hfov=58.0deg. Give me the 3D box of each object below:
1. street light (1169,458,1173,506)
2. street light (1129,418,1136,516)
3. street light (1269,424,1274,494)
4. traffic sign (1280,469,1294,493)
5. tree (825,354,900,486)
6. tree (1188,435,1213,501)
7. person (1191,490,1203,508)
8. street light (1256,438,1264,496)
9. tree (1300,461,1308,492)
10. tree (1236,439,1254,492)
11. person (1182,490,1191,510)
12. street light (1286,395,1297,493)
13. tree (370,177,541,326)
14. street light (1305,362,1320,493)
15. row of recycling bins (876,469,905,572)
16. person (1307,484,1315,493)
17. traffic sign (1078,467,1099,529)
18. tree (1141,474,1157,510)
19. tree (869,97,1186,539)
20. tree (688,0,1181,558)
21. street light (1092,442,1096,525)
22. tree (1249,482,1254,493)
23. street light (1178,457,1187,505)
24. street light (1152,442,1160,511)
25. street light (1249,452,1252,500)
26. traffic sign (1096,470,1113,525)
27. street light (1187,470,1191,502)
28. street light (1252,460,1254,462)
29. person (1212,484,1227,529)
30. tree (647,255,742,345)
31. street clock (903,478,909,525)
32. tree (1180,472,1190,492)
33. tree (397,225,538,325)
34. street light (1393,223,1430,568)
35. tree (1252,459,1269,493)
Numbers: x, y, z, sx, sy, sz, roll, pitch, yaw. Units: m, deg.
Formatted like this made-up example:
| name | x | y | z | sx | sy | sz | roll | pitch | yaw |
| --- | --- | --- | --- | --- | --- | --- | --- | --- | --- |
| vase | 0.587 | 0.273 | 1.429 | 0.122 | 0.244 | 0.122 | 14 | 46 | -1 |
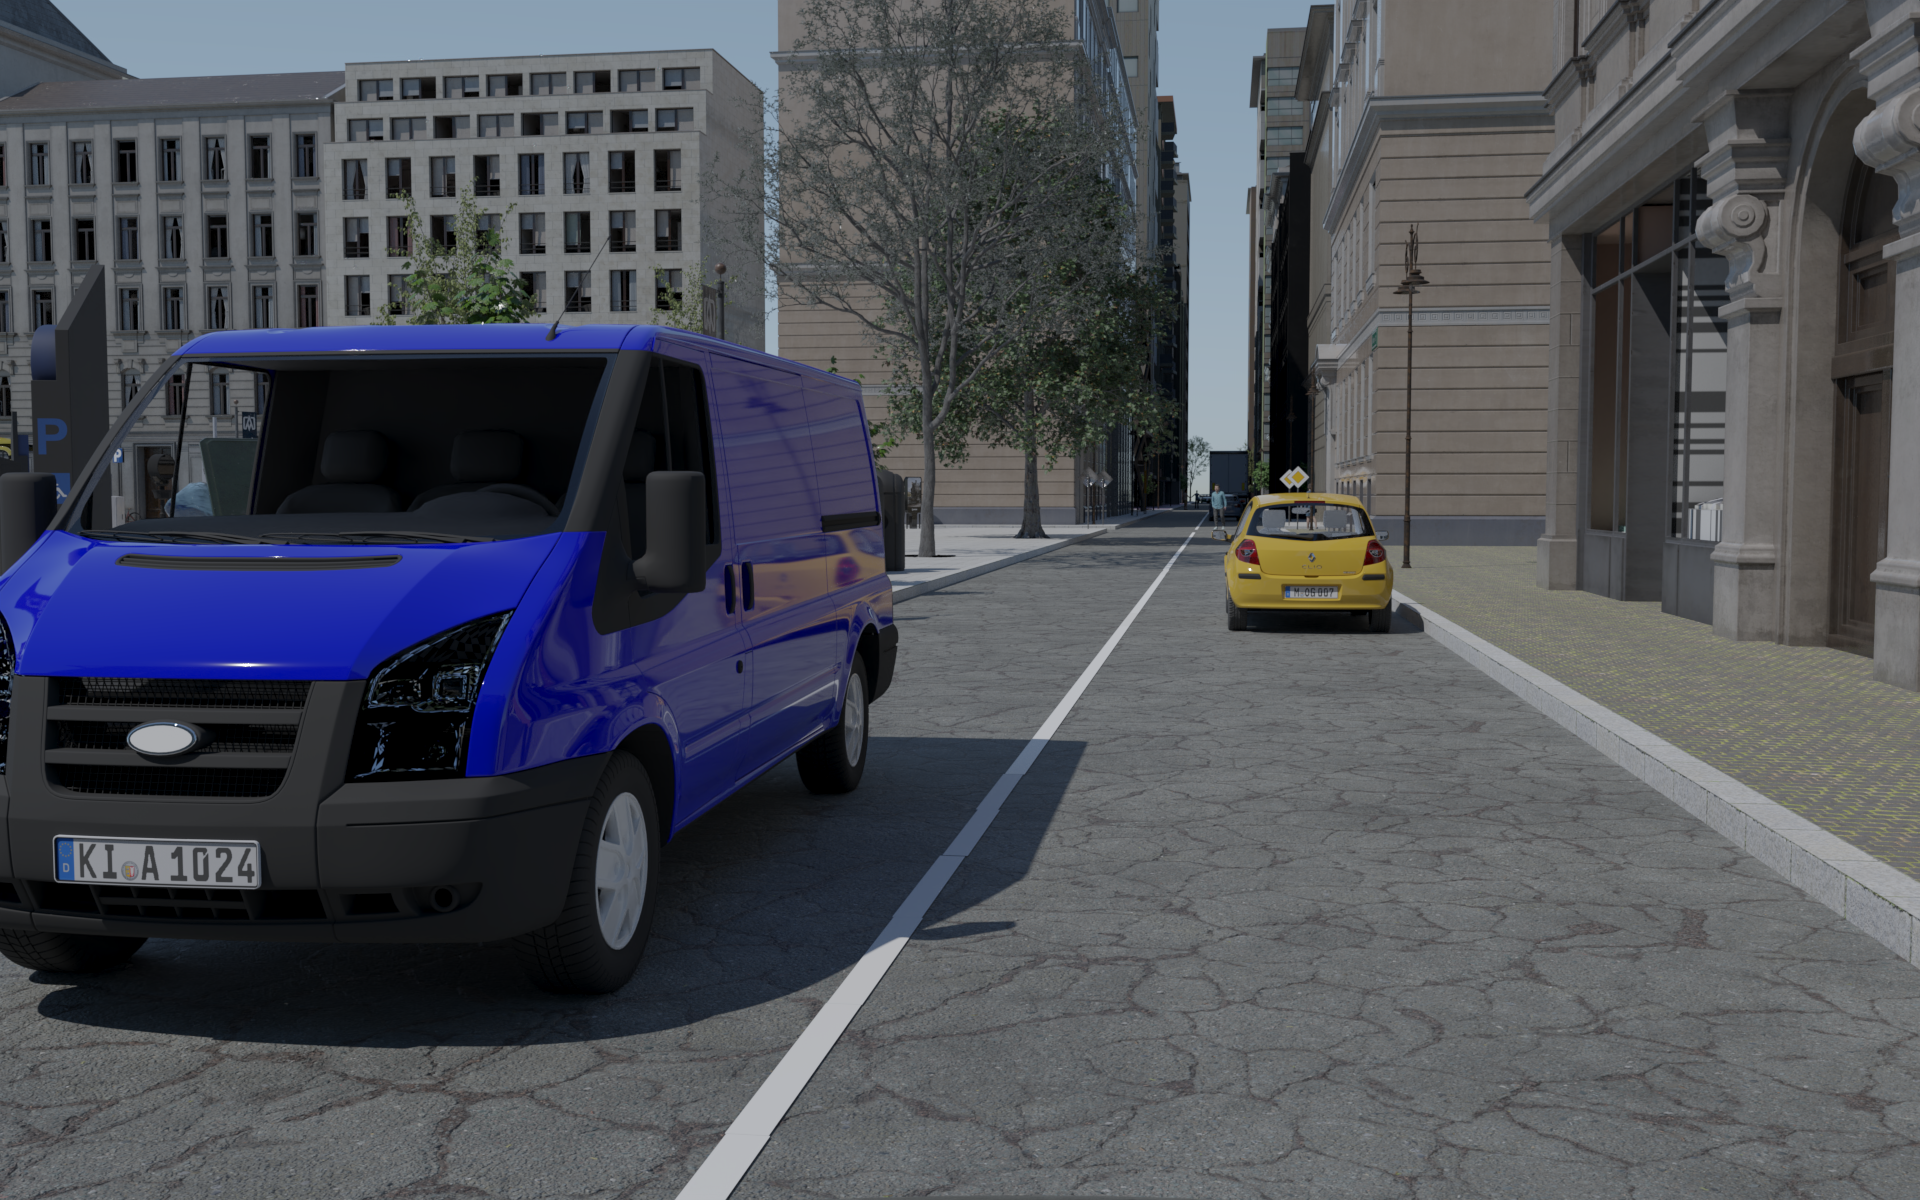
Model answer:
| name | x | y | z | sx | sy | sz | roll | pitch | yaw |
| --- | --- | --- | --- | --- | --- | --- | --- | --- | --- |
| street light | 21.817 | -12.629 | 179.264 | 0.468 | 5.910 | 1.993 | 1 | 4 | 9 |
| street light | 10.271 | -7.980 | 103.262 | 0.468 | 5.910 | 1.993 | 1 | 4 | 9 |
| street light | 20.254 | -8.531 | 112.275 | 0.468 | 5.910 | 1.993 | 1 | 4 | 9 |
| traffic sign | 13.359 | -4.074 | 70.258 | 0.795 | 2.450 | 0.064 | 1 | 4 | 9 |
| tree | -1.655 | -1.795 | 23.949 | 1.663 | 3.219 | 1.824 | 0 | 3 | 0 |
| tree | 40.511 | -23.082 | 303.138 | 9.928 | 11.665 | 9.643 | 0 | 3 | 0 |
| person | 23.586 | -10.029 | 172.465 | 1.348 | 1.826 | 0.705 | 1 | 4 | 13 |
| street light | 24.961 | -10.443 | 143.533 | 0.468 | 5.910 | 1.993 | 1 | 4 | 9 |
| tree | 17.709 | -5.656 | 87.074 | 1.663 | 3.219 | 1.824 | 0 | 3 | 0 |
| tree | 39.043 | -17.299 | 233.204 | 4.737 | 8.622 | 4.395 | 0 | 3 | 0 |
| person | 20.227 | -8.962 | 155.034 | 0.705 | 1.824 | 1.348 | -2 | 4 | -29 |
| street light | 15.450 | -6.613 | 80.910 | 0.468 | 5.910 | 1.993 | 1 | 4 | 9 |
| tree | -12.024 | -5.535 | 40.864 | 4.737 | 8.622 | 4.395 | 0 | 3 | 0 |
| street light | 12.393 | -5.389 | 60.901 | 0.468 | 5.910 | 1.993 | 1 | 4 | 9 |
| row of recycling bins | -1.928 | -1.263 | 27.767 | 1.069 | 1.692 | 3.534 | 2 | 4 | 28 |
| person | 13.164 | -3.451 | 64.955 | 0.581 | 1.822 | 0.654 | -1 | 4 | -20 |
| traffic sign | 4.707 | -3.662 | 63.509 | 0.795 | 2.450 | 0.064 | 1 | 4 | 9 |
| tree | 15.566 | -9.109 | 143.539 | 1.663 | 3.219 | 1.824 | 0 | 3 | 0 |
| tree | 1.972 | -8.126 | 49.860 | 9.611 | 12.733 | 9.660 | 0 | 3 | 0 |
| tree | -0.523 | -7.610 | 34.790 | 12.009 | 13.543 | 11.850 | 0 | 3 | 0 |
| street light | 5.589 | -6.079 | 72.174 | 0.468 | 5.910 | 1.993 | 1 | 4 | 9 |
| tree | 38.966 | -14.293 | 228.284 | 1.663 | 3.219 | 1.824 | 0 | 3 | 0 |
| street light | 29.476 | -15.703 | 229.537 | 0.468 | 5.910 | 1.993 | 1 | 4 | 9 |
| street light | 15.058 | -9.897 | 134.600 | 0.468 | 5.910 | 1.993 | 1 | 4 | 9 |
| street light | 31.679 | -13.190 | 188.439 | 0.468 | 5.910 | 1.993 | 1 | 4 | 9 |
| traffic sign | 5.903 | -4.144 | 71.404 | 0.795 | 2.450 | 0.064 | 1 | 4 | 9 |
| street light | 34.096 | -17.605 | 260.635 | 0.468 | 5.910 | 1.993 | 1 | 4 | 9 |
| street light | 27.014 | -11.274 | 157.123 | 0.468 | 5.910 | 1.993 | 1 | 4 | 9 |
| person | 10.539 | -3.780 | 70.318 | 0.660 | 1.820 | 0.620 | 2 | 4 | 25 |
| tree | -8.635 | -6.324 | 53.752 | 4.737 | 8.622 | 4.395 | 0 | 3 | 0 |
| street clock | -2.103 | -4.107 | 71.718 | 0.358 | 2.002 | 0.471 | -3 | 5 | -44 |
| tree | 27.767 | -14.600 | 222.425 | 4.285 | 4.588 | 4.351 | 0 | 3 | 0 |
| tree | -3.323 | -1.094 | 12.494 | 1.663 | 3.219 | 1.824 | 0 | 3 | 0 |
| street light | 7.730 | -3.488 | 29.810 | 0.468 | 5.910 | 1.993 | 1 | 4 | 9 |
| tree | 26.362 | -9.970 | 146.727 | 4.285 | 4.588 | 4.351 | 0 | 3 | 0 |
